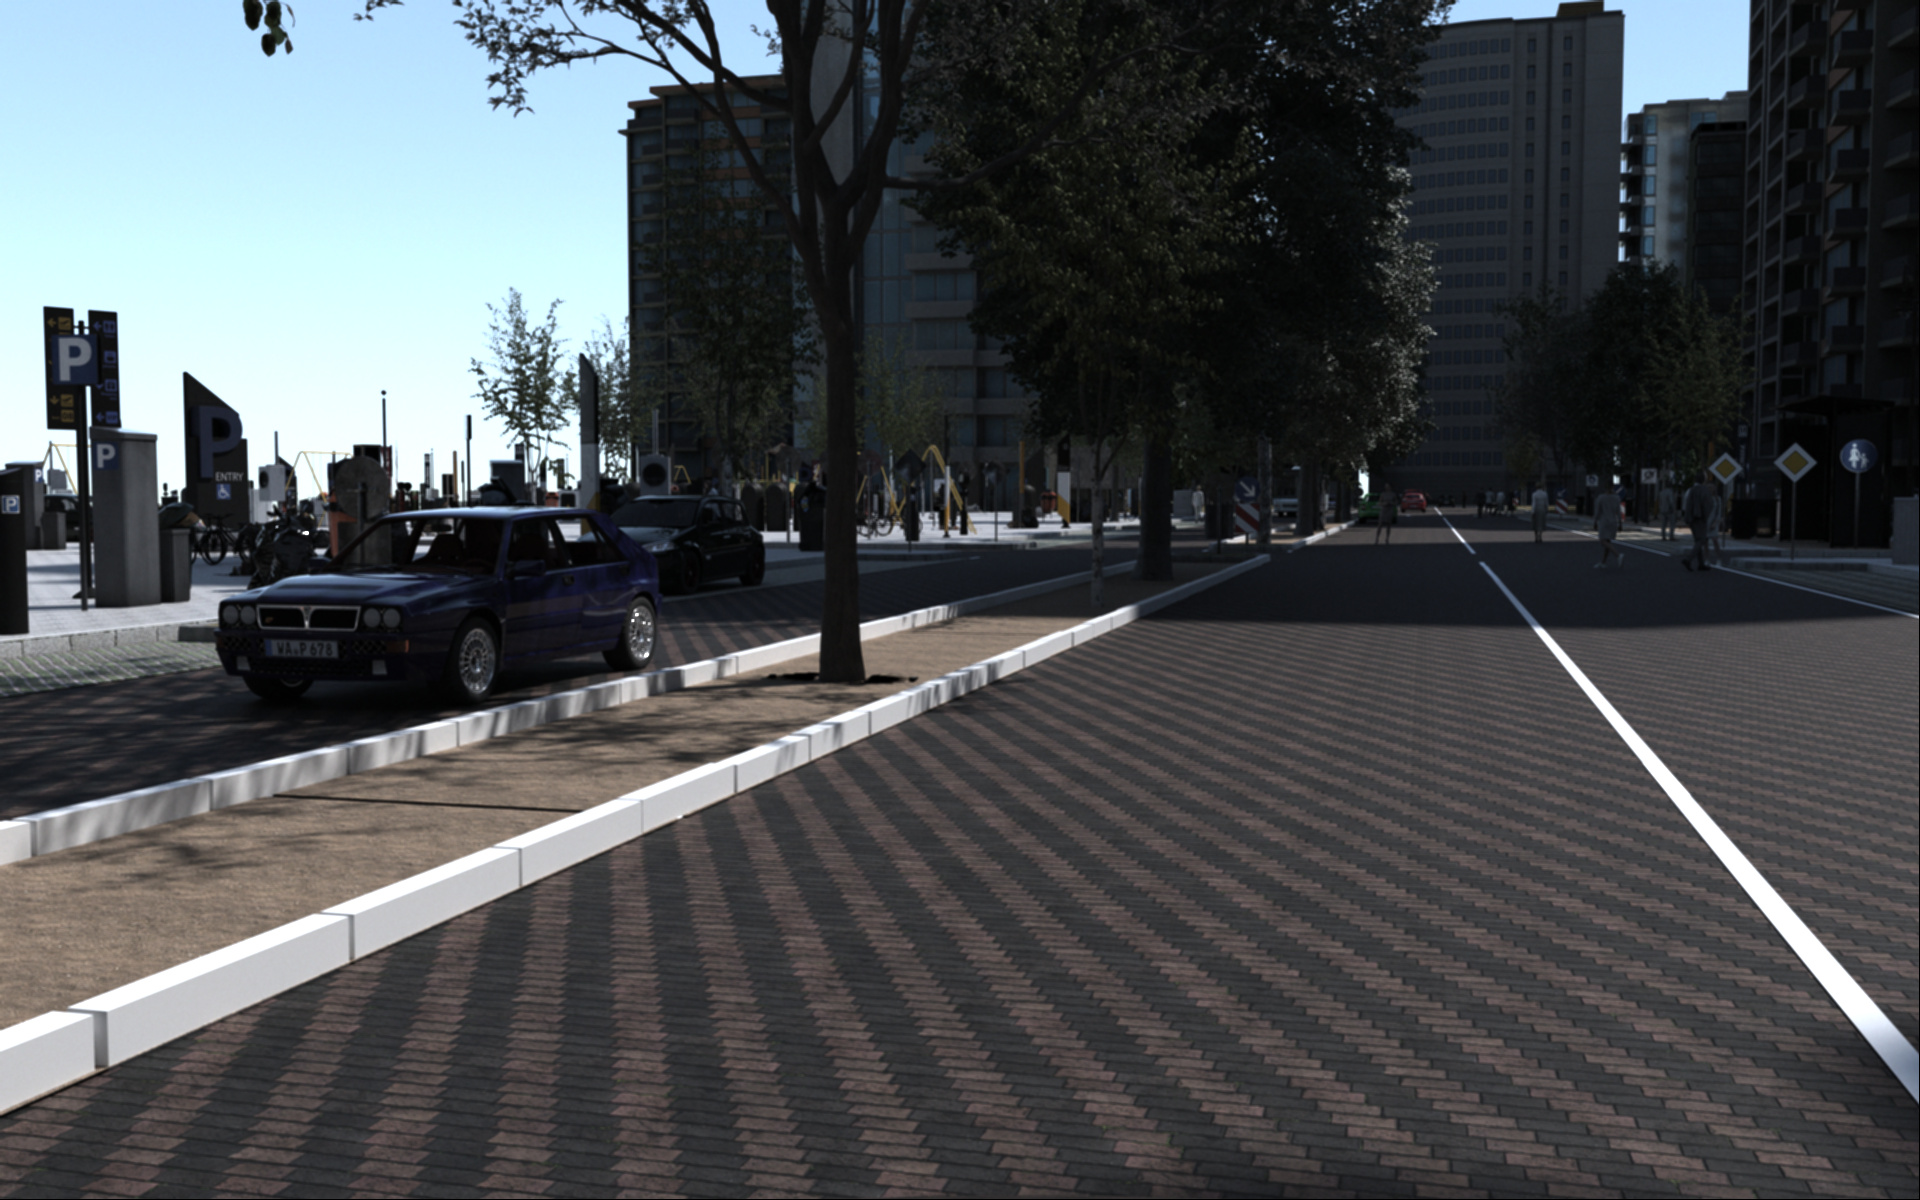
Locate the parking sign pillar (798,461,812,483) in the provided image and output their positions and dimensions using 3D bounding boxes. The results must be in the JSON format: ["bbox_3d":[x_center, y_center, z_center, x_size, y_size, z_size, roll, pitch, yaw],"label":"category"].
[{"bbox_3d":[-11.143,-8.327,124.623,1.447,3.967,1.447,-1,4,-11],"label":"parking sign pillar"}]

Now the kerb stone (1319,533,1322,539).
[{"bbox_3d":[11.067,-1.928,53.826,0.120,0.150,1.000,1,4,15],"label":"kerb stone"}]

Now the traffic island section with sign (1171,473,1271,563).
[{"bbox_3d":[5.418,-1.747,36.694,2.006,1.907,1.989,1,4,15],"label":"traffic island section with sign"}]

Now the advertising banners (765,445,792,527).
[{"bbox_3d":[-6.891,-4.082,62.925,2.074,3.025,0.090,3,4,38],"label":"advertising banners"}]

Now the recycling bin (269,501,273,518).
[{"bbox_3d":[-36.635,-4.797,90.992,0.722,1.027,0.722,1,4,13],"label":"recycling bin"}]

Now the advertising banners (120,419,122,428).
[{"bbox_3d":[-20.367,-2.765,41.393,0.090,3.025,2.074,-3,5,-44],"label":"advertising banners"}]

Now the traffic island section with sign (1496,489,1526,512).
[{"bbox_3d":[44.569,-8.018,139.715,1.989,1.847,2.006,1,4,15],"label":"traffic island section with sign"}]

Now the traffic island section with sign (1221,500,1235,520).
[{"bbox_3d":[14.800,-5.368,96.397,1.989,1.847,2.006,1,4,15],"label":"traffic island section with sign"}]

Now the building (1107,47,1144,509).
[{"bbox_3d":[10.082,-31.176,159.840,14.600,45.320,14.200,1,4,15],"label":"building"}]

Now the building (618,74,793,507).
[{"bbox_3d":[-19.713,-32.380,184.044,28.867,44.769,22.147,1,4,15],"label":"building"}]

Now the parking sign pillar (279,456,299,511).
[{"bbox_3d":[-46.312,-7.995,119.188,1.447,3.967,1.447,2,4,32],"label":"parking sign pillar"}]

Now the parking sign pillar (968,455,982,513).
[{"bbox_3d":[0.776,-8.060,120.258,1.447,3.967,1.447,3,4,38],"label":"parking sign pillar"}]

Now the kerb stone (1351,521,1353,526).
[{"bbox_3d":[17.179,-3.329,76.629,0.120,0.150,1.000,1,4,15],"label":"kerb stone"}]

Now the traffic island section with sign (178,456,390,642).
[{"bbox_3d":[-6.341,-0.535,17.374,1.989,1.847,2.006,1,4,15],"label":"traffic island section with sign"}]

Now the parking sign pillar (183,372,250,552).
[{"bbox_3d":[-16.598,-3.071,38.688,1.447,3.967,1.447,2,4,32],"label":"parking sign pillar"}]

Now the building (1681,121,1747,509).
[{"bbox_3d":[64.164,-22.288,136.117,14.160,30.474,14.107,1,4,15],"label":"building"}]

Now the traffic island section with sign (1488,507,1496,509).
[{"bbox_3d":[51.546,-9.610,165.755,1.989,1.847,2.006,1,4,15],"label":"traffic island section with sign"}]

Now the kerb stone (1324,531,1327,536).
[{"bbox_3d":[11.863,-2.112,56.796,0.120,0.150,1.000,1,4,15],"label":"kerb stone"}]

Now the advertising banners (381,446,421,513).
[{"bbox_3d":[-20.732,-4.160,64.208,0.090,3.025,2.074,2,4,24],"label":"advertising banners"}]

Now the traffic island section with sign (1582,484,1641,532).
[{"bbox_3d":[24.889,-3.519,66.171,1.989,1.847,2.006,1,4,15],"label":"traffic island section with sign"}]

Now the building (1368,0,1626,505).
[{"bbox_3d":[65.307,-41.086,213.757,28.212,58.520,21.231,1,4,15],"label":"building"}]

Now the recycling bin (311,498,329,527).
[{"bbox_3d":[-24.572,-3.347,67.273,0.722,1.027,0.722,2,4,34],"label":"recycling bin"}]

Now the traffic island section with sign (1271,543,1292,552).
[{"bbox_3d":[7.342,-2.184,43.847,2.006,1.907,1.989,1,4,15],"label":"traffic island section with sign"}]

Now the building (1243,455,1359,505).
[{"bbox_3d":[43.174,-27.310,218.226,14.107,30.474,14.160,1,4,15],"label":"building"}]

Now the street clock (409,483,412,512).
[{"bbox_3d":[-34.082,-6.258,106.883,0.358,2.002,0.471,3,5,44],"label":"street clock"}]

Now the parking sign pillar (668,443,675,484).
[{"bbox_3d":[-15.384,-6.296,91.415,1.447,3.967,1.447,0,4,2],"label":"parking sign pillar"}]

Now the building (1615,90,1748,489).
[{"bbox_3d":[94.069,-35.991,208.064,30.456,49.044,23.786,1,4,15],"label":"building"}]

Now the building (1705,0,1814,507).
[{"bbox_3d":[63.853,-41.515,117.023,20.563,71.187,20.611,1,4,15],"label":"building"}]

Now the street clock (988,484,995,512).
[{"bbox_3d":[2.230,-7.111,120.827,0.471,2.002,0.358,2,4,26],"label":"street clock"}]

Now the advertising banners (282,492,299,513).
[{"bbox_3d":[-45.238,-7.321,115.884,2.074,3.025,0.090,1,4,10],"label":"advertising banners"}]

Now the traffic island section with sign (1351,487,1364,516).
[{"bbox_3d":[26.758,-6.624,116.444,2.006,1.907,1.989,1,4,15],"label":"traffic island section with sign"}]

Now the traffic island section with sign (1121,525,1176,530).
[{"bbox_3d":[7.629,-3.729,69.593,1.989,1.847,2.006,1,4,15],"label":"traffic island section with sign"}]

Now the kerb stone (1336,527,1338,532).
[{"bbox_3d":[13.718,-2.540,63.731,0.120,0.150,1.000,1,4,15],"label":"kerb stone"}]

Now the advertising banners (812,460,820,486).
[{"bbox_3d":[-8.099,-5.658,88.693,2.074,3.025,0.090,0,4,-5],"label":"advertising banners"}]

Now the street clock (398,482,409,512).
[{"bbox_3d":[-33.659,-6.103,104.346,0.358,2.002,0.471,1,4,23],"label":"street clock"}]

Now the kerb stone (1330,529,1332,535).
[{"bbox_3d":[12.660,-2.297,59.766,0.120,0.150,1.000,1,4,15],"label":"kerb stone"}]

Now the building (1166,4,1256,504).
[{"bbox_3d":[26.568,-48.026,223.480,20.611,71.187,20.563,1,4,15],"label":"building"}]

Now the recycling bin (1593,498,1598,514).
[{"bbox_3d":[40.997,-6.051,111.495,0.722,1.027,0.722,1,4,9],"label":"recycling bin"}]

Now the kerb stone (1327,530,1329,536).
[{"bbox_3d":[12.128,-2.175,57.788,0.120,0.150,1.000,1,4,15],"label":"kerb stone"}]

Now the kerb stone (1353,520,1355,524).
[{"bbox_3d":[17.709,-3.450,78.604,0.120,0.150,1.000,1,4,15],"label":"kerb stone"}]

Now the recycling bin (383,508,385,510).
[{"bbox_3d":[-41.649,-6.810,123.895,0.722,1.027,0.722,3,5,41],"label":"recycling bin"}]

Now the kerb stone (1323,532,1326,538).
[{"bbox_3d":[11.606,-2.055,55.798,0.120,0.150,1.000,1,4,15],"label":"kerb stone"}]

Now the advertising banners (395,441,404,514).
[{"bbox_3d":[-18.721,-3.762,57.693,0.090,3.025,2.074,-1,4,-15],"label":"advertising banners"}]

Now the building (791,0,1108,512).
[{"bbox_3d":[0.233,-31.784,139.284,23.786,49.044,30.456,1,4,15],"label":"building"}]

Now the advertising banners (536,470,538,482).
[{"bbox_3d":[-29.266,-7.596,120.378,0.090,3.025,2.074,-2,4,-23],"label":"advertising banners"}]

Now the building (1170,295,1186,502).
[{"bbox_3d":[15.987,-24.941,179.485,14.107,30.474,14.160,1,4,15],"label":"building"}]

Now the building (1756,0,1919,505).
[{"bbox_3d":[57.599,-26.814,93.037,22.147,44.769,28.867,1,4,15],"label":"building"}]

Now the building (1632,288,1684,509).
[{"bbox_3d":[77.110,-19.019,155.992,27.650,21.520,28.899,1,4,15],"label":"building"}]

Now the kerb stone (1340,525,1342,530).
[{"bbox_3d":[14.511,-2.716,66.700,0.120,0.150,1.000,1,4,15],"label":"kerb stone"}]

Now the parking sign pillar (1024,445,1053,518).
[{"bbox_3d":[4.022,-6.515,94.985,1.447,3.967,1.447,-3,5,-44],"label":"parking sign pillar"}]

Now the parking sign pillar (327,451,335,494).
[{"bbox_3d":[-38.827,-7.255,107.089,1.447,3.967,1.447,-1,4,-18],"label":"parking sign pillar"}]

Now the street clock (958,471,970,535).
[{"bbox_3d":[0.121,-3.045,54.361,0.358,2.002,0.471,-1,4,-23],"label":"street clock"}]

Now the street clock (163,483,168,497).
[{"bbox_3d":[-51.894,-6.642,113.165,0.358,2.002,0.471,-1,4,-18],"label":"street clock"}]

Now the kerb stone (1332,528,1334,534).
[{"bbox_3d":[12.929,-2.358,60.755,0.120,0.150,1.000,1,4,15],"label":"kerb stone"}]

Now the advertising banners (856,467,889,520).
[{"bbox_3d":[-4.570,-5.509,86.258,2.074,3.025,0.090,-1,4,-18],"label":"advertising banners"}]

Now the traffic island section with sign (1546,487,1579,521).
[{"bbox_3d":[31.922,-5.126,92.439,1.989,1.847,2.006,1,4,15],"label":"traffic island section with sign"}]

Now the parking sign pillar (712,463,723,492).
[{"bbox_3d":[-12.955,-6.420,93.445,1.447,3.967,1.447,1,4,14],"label":"parking sign pillar"}]

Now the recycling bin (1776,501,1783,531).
[{"bbox_3d":[28.556,-2.890,59.806,0.722,1.027,0.722,-1,4,-19],"label":"recycling bin"}]

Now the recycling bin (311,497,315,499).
[{"bbox_3d":[-48.422,-7.204,130.346,0.722,1.027,0.722,-1,4,-9],"label":"recycling bin"}]
